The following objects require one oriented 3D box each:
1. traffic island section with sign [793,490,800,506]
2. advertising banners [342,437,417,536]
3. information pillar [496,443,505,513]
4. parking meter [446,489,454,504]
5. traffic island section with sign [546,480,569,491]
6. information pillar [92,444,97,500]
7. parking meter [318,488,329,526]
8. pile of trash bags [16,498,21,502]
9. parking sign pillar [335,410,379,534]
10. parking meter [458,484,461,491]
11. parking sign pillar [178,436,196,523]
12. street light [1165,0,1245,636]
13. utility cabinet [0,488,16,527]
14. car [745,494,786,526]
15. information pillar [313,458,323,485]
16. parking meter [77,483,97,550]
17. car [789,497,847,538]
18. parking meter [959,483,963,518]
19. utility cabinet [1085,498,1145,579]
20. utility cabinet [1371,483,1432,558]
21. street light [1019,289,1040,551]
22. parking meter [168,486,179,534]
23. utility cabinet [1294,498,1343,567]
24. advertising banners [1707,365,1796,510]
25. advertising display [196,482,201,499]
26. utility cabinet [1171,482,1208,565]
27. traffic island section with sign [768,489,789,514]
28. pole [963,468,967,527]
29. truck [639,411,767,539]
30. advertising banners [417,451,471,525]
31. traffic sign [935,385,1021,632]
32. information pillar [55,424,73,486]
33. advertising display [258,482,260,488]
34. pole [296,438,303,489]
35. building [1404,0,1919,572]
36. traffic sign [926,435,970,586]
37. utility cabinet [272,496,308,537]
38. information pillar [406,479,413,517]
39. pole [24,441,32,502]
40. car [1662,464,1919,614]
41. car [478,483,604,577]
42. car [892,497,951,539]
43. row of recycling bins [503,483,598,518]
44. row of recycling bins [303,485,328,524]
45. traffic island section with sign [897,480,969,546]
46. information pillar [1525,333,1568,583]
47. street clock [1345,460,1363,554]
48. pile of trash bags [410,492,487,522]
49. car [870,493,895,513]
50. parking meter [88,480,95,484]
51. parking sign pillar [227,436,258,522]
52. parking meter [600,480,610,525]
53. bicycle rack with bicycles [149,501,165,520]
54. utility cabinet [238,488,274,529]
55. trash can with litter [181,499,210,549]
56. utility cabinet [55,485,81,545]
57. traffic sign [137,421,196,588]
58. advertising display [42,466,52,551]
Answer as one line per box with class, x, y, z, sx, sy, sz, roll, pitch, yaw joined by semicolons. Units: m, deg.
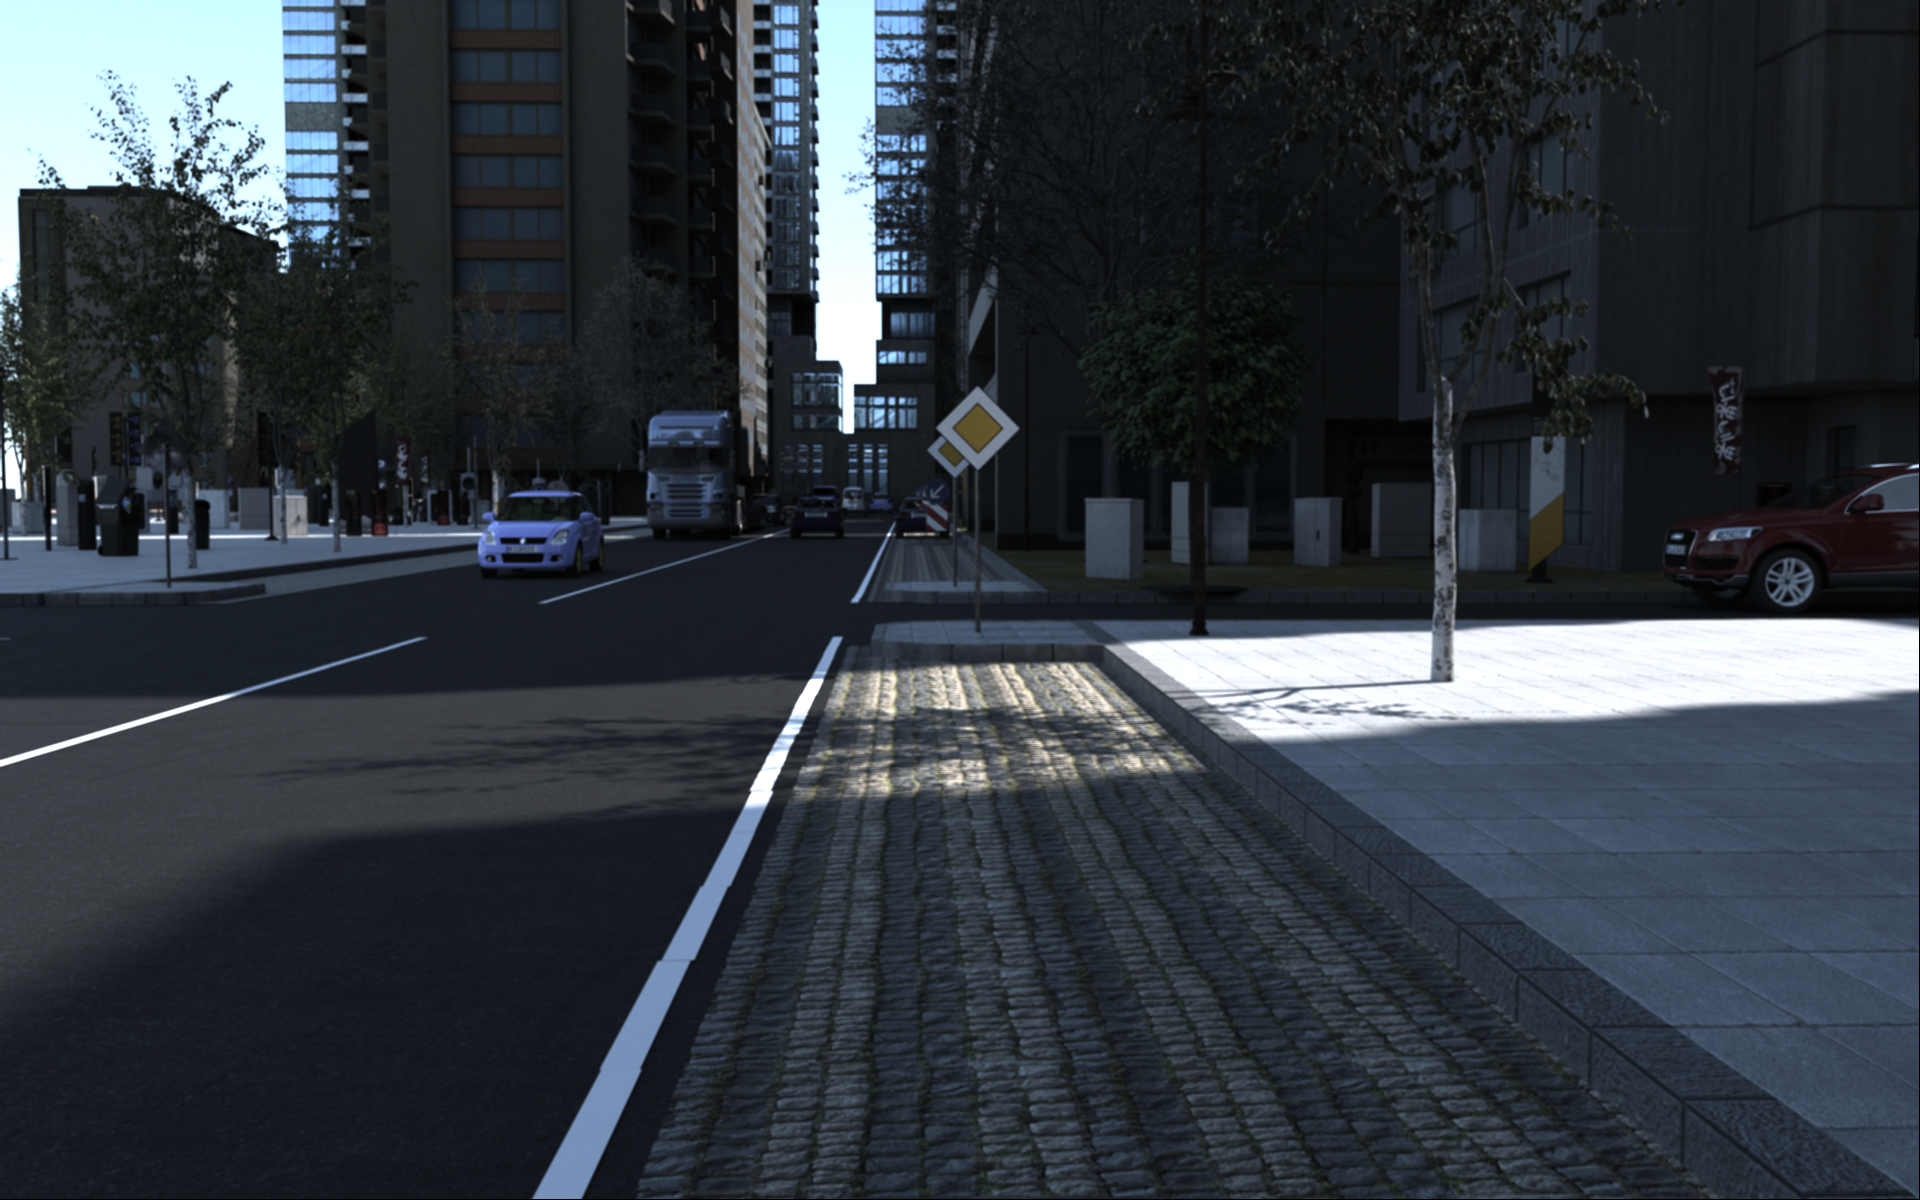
traffic island section with sign;-14.351;-8.810;152.663;1.989;1.847;2.006;0;4;-2
advertising banners;-17.729;-3.459;52.740;2.074;3.025;0.090;0;4;-7
information pillar;-20.818;-5.326;78.435;0.183;3.616;0.504;2;4;23
parking meter;-25.937;-4.872;88.061;0.372;1.533;0.369;0;3;0
traffic island section with sign;-11.283;-2.432;48.386;1.989;1.847;2.006;0;4;-2
information pillar;-40.540;-5.492;81.149;0.183;3.616;0.504;-1;4;-15
parking meter;-25.341;-3.703;68.962;0.372;1.533;0.369;0;3;0
pile of trash bags;-53.167;-5.260;95.749;3.447;1.369;1.912;-3;4;-36
parking sign pillar;-19.433;-4.118;55.799;1.447;3.967;1.447;0;4;0
parking meter;-26.541;-5.300;92.374;0.399;1.863;0.255;-1;4;-8
parking sign pillar;-34.791;-5.441;77.432;1.447;3.967;1.447;1;4;16
street light;2.175;-2.618;15.589;0.468;5.910;1.993;0;4;-2
utility cabinet;-37.301;-3.579;67.203;0.318;1.500;1.173;3;4;37
car;-8.848;-4.168;77.934;2.009;1.686;4.222;0;4;0
information pillar;-34.136;-6.171;92.244;0.504;3.616;0.183;-1;4;-22
parking meter;-20.048;-1.917;39.758;0.372;1.533;0.369;0;3;0
car;-4.715;-2.745;57.462;1.945;1.354;3.894;0;4;-3
parking meter;0.133;-5.393;93.887;0.255;1.863;0.399;-3;4;-37
utility cabinet;2.362;-0.936;26.463;0.306;1.237;1.020;-3;4;-38
utility cabinet;8.822;-1.588;34.647;1.173;1.500;0.318;-1;4;-17
street light;1.502;-4.046;38.932;0.468;5.910;1.993;0;4;-2
parking meter;-25.473;-2.909;55.969;0.372;1.533;0.369;0;3;0
utility cabinet;6.421;-1.221;31.121;0.306;1.237;1.020;-2;4;-27
advertising banners;11.174;-1.683;23.702;2.074;3.025;0.090;0;4;-5
advertising display;-39.998;-5.235;90.808;0.123;1.923;0.974;-3;5;-43
utility cabinet;4.179;-1.394;31.477;0.318;1.500;1.173;-1;4;-11
traffic island section with sign;-13.556;-7.162;125.719;1.989;1.847;2.006;0;4;-2
pole;0.208;-4.549;68.224;0.158;3.312;0.155;0;3;0
truck;-8.761;-4.404;61.770;2.967;4.110;18.799;0;4;-2
advertising banners;-21.173;-4.577;71.016;2.074;3.025;0.090;-1;4;-15
traffic sign;0.163;-0.758;16.036;0.795;2.450;0.064;0;4;-2
information pillar;-29.944;-4.074;57.960;0.504;3.616;0.183;-3;4;-37
advertising display;-37.826;-5.381;93.187;0.123;1.923;0.974;0;4;-7
pole;-24.015;-4.230;63.010;0.158;3.312;0.155;0;3;0
building;16.755;-21.221;30.562;14.086;41.232;14.154;0;4;-2
traffic sign;-0.072;-1.246;24.018;0.795;2.450;0.064;0;4;-2
utility cabinet;-20.180;-2.510;52.198;0.306;1.237;1.020;2;4;32
information pillar;-26.030;-4.722;81.700;0.304;2.012;0.304;2;4;34
pole;-36.023;-4.474;66.997;0.158;3.312;0.155;0;3;0
car;11.519;-0.790;21.585;5.304;1.827;2.281;0;4;0
car;-7.445;-1.305;30.932;1.945;1.707;3.694;0;4;-3
car;-1.239;-2.658;56.044;1.945;1.354;3.894;0;4;-3
row of recycling bins;-15.501;-3.578;65.613;3.534;1.692;1.069;-1;4;-11
row of recycling bins;-28.539;-4.247;76.548;1.069;1.692;3.534;-2;4;-28
traffic island section with sign;-0.767;-2.450;48.684;1.989;1.847;2.006;0;4;-2
information pillar;8.435;-2.050;24.875;0.504;3.616;0.183;2;4;35
street clock;8.410;-1.984;37.002;0.358;2.002;0.471;2;4;35
pile of trash bags;-23.777;-4.330;80.543;3.447;1.369;1.912;-2;4;-25
car;-5.895;-7.400;130.576;1.945;1.707;3.694;0;3;0
parking meter;-36.553;-4.110;72.908;0.255;1.863;0.399;-2;4;-27
parking sign pillar;-33.361;-5.631;80.545;1.447;3.967;1.447;2;4;34
parking meter;-14.533;-3.986;70.887;0.255;1.863;0.399;1;4;12
bicycle rack with bicycles;-39.691;-4.368;84.796;2.852;0.926;2.925;-2;4;-31
utility cabinet;-25.319;-3.283;62.352;1.173;1.500;0.318;-2;4;-31
trash can with litter;-17.775;-1.767;40.283;0.624;1.170;1.055;-2;4;-26
utility cabinet;-22.129;-2.104;43.074;0.318;1.500;1.173;-1;4;-9
traffic sign;-10.862;-1.228;23.723;0.795;2.450;0.064;0;4;-2
advertising display;-20.813;-2.096;39.485;0.123;1.923;0.974;-2;4;-30
